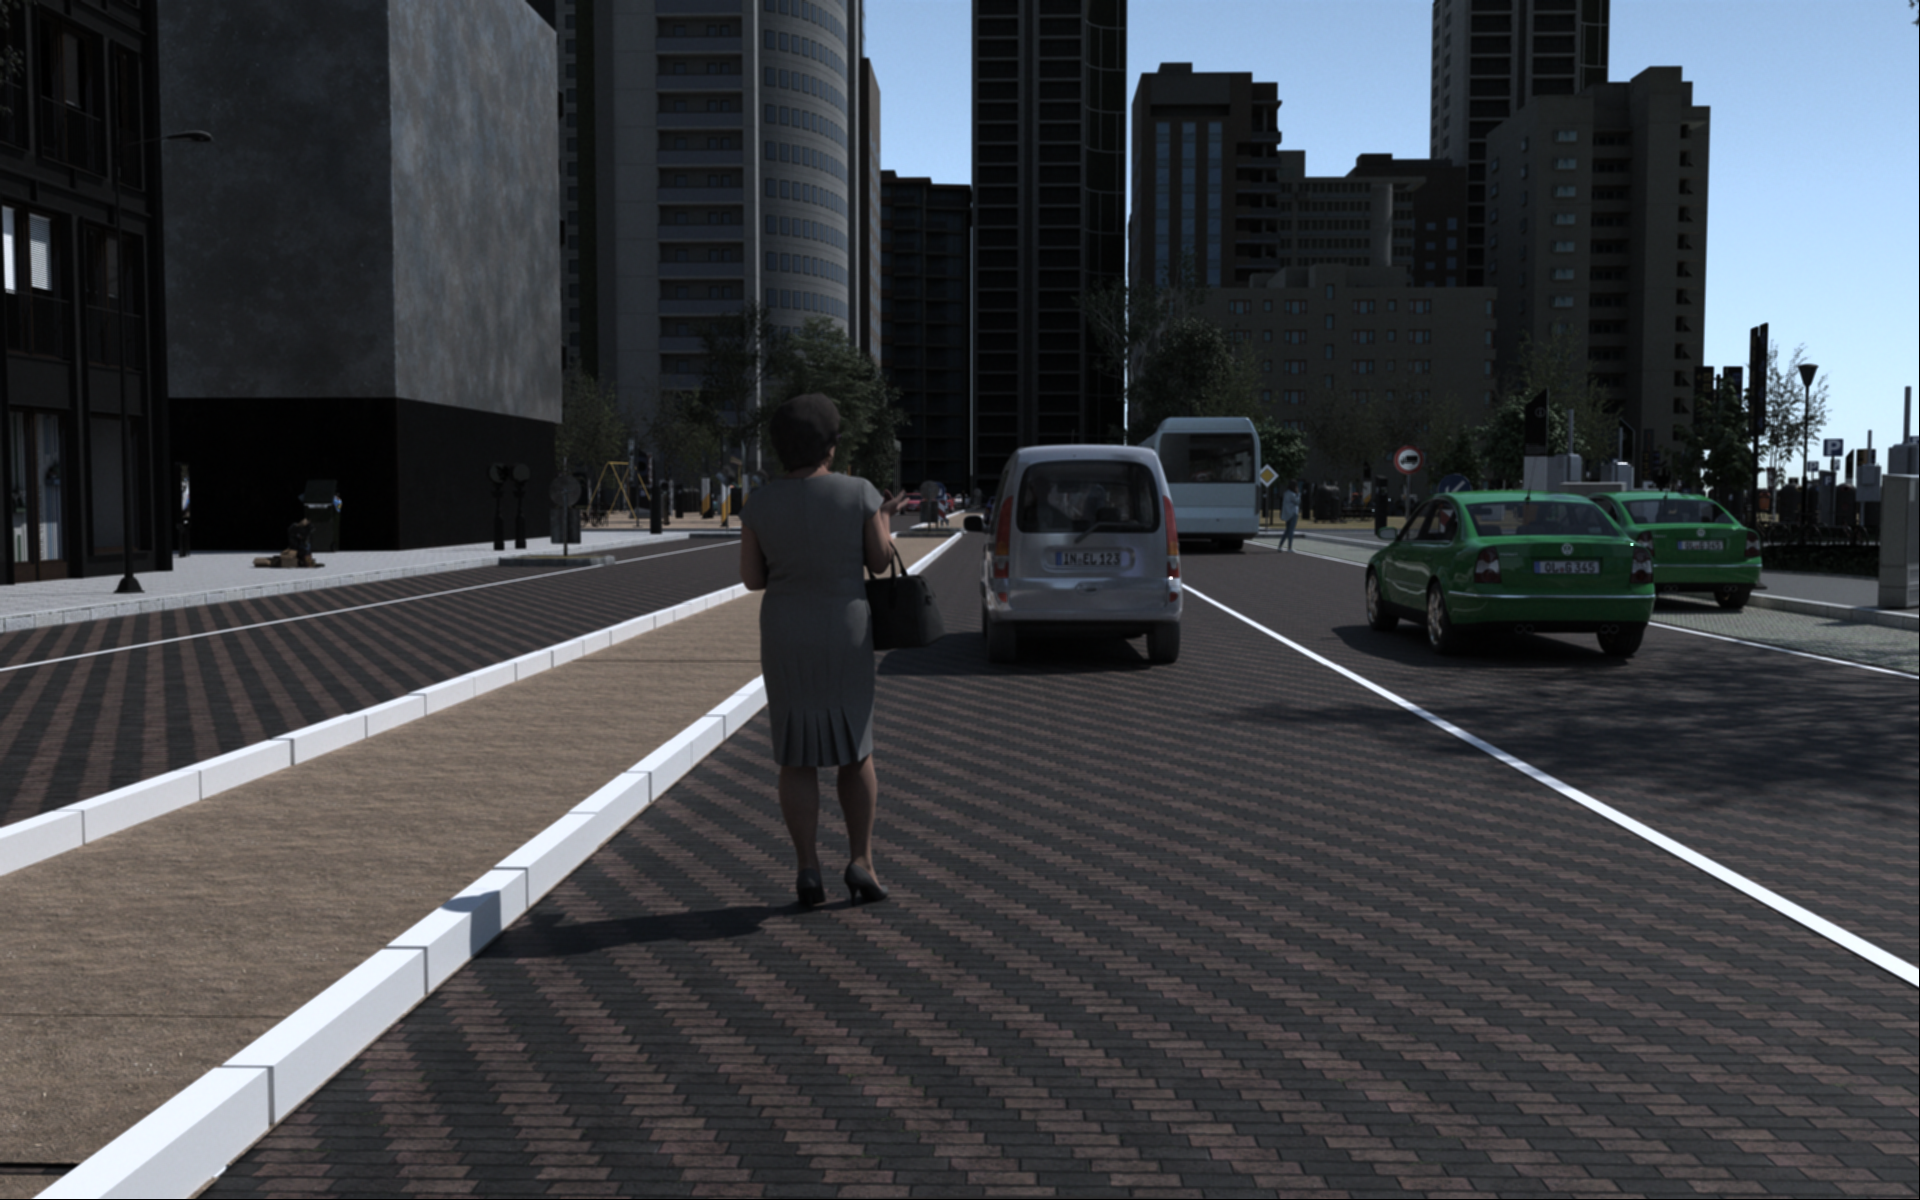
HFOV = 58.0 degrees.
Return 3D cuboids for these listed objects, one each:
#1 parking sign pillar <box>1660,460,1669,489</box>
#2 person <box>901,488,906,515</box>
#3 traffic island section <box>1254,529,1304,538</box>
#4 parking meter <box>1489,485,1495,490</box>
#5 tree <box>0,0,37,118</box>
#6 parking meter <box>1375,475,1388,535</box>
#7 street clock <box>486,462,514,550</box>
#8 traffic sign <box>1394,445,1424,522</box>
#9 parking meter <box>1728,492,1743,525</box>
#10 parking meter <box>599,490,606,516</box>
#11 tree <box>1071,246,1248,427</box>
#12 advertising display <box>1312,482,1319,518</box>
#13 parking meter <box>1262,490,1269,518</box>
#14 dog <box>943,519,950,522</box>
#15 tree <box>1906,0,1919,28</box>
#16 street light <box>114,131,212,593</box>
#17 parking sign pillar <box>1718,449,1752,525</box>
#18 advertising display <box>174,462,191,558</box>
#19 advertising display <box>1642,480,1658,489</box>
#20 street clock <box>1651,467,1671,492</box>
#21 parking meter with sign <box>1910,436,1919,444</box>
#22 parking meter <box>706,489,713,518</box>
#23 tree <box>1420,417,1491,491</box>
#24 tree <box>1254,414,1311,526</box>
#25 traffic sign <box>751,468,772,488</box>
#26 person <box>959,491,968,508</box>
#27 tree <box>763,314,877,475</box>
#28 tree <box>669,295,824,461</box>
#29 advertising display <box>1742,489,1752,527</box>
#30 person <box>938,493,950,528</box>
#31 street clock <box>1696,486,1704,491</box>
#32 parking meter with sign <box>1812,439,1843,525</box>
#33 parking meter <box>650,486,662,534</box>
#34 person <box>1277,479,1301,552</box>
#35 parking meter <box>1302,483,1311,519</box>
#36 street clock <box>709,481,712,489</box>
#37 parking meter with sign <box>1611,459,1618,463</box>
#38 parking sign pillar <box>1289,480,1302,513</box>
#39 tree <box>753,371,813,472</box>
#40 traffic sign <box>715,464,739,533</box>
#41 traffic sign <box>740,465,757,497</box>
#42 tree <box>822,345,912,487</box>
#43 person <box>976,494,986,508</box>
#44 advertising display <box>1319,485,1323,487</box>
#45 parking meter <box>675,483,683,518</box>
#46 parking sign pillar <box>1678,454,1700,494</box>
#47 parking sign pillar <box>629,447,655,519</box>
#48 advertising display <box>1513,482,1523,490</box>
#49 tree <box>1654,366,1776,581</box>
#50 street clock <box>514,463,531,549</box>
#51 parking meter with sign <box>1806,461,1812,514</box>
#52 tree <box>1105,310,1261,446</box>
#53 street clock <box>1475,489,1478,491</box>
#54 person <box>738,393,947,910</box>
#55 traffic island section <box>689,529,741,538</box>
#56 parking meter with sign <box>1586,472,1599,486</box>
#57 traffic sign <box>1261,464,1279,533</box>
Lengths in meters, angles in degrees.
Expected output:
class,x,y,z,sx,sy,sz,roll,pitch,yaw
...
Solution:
class,x,y,z,sx,sy,sz,roll,pitch,yaw
parking sign pillar,55.058,-9.028,136.077,1.447,3.967,1.447,-2,4,-24
person,-3.910,-6.718,118.149,0.447,1.846,0.655,0,4,8
traffic island section,10.121,-2.129,57.082,2.009,0.180,2.903,0,4,2
parking meter,34.751,-6.567,113.076,0.399,1.863,0.255,2,4,26
tree,-11.138,-4.001,15.775,4.360,8.622,3.978,0,3,0
parking meter,13.122,-2.950,53.952,0.255,1.863,0.399,-1,4,-11
street clock,-10.514,-2.133,39.451,0.471,2.002,0.358,-2,4,-32
traffic sign,11.660,-2.748,45.043,0.768,2.556,0.104,1,4,9
parking meter,22.850,-2.607,51.036,0.372,1.533,0.369,0,3,0
parking meter,-20.538,-5.567,99.428,0.372,1.533,0.369,0,3,0
tree,15.146,-16.919,132.509,12.611,20.169,13.585,0,3,0
advertising display,19.402,-5.486,94.913,0.123,1.923,0.974,0,4,4
parking meter,16.684,-5.265,94.501,0.372,1.533,0.369,0,3,0
dog,-0.659,-4.155,88.135,0.748,0.427,0.550,-1,4,-18
tree,11.924,-6.354,14.265,12.009,13.543,11.850,0,3,0
street light,-10.272,-3.046,22.342,1.470,5.913,1.316,0,4,2
parking sign pillar,32.544,-5.143,72.567,1.447,3.967,1.447,-1,4,-12
advertising display,-15.872,-1.846,35.389,0.123,1.923,0.974,-1,4,-15
advertising display,32.025,-4.589,80.238,0.123,1.923,0.974,-2,4,-31
street clock,18.903,-2.578,46.728,0.471,2.002,0.358,-1,4,-21
parking meter with sign,28.466,-3.370,51.363,0.543,3.016,1.738,2,4,25
parking meter,-13.209,-5.078,91.442,0.372,1.533,0.369,0,3,0
tree,12.669,-3.003,43.704,1.663,3.219,1.824,0,3,0
tree,12.752,-5.349,71.175,4.285,4.588,4.351,0,3,0
traffic sign,-7.502,-3.785,65.535,0.795,2.450,0.064,0,4,2
person,0.395,-10.391,178.909,1.217,1.766,0.721,3,5,41
tree,-8.671,-11.711,109.598,7.486,12.596,7.792,0,3,0
tree,-9.796,-8.939,80.573,8.767,10.594,7.601,2,4,34
advertising display,29.915,-3.699,65.684,0.974,1.923,0.123,-3,4,-37
person,-0.712,-3.866,71.976,0.793,1.790,0.793,2,4,28
street clock,41.015,-5.594,96.025,0.471,2.002,0.358,1,4,15
parking meter with sign,27.864,-3.629,55.598,0.543,3.016,1.738,1,4,18
parking meter,-9.807,-2.901,55.846,0.372,1.533,0.369,0,3,0
person,8.098,-2.071,42.631,0.793,1.790,0.793,3,5,43
parking meter,17.546,-5.022,87.813,0.255,1.863,0.399,-3,5,-42
street clock,-13.974,-5.594,96.031,0.471,2.002,0.358,-1,4,-22
parking meter with sign,32.217,-5.422,84.908,0.543,3.016,1.738,1,4,19
parking sign pillar,22.809,-7.972,118.818,1.447,3.967,1.447,0,4,6
tree,-9.661,-9.066,98.599,4.360,8.622,3.978,0,3,0
traffic sign,-7.738,-3.297,57.553,0.795,2.450,0.064,0,4,2
traffic sign,-9.233,-4.623,75.689,0.768,2.556,0.104,0,4,6
tree,-8.309,-13.248,133.619,9.611,12.733,9.660,0,3,0
person,2.095,-10.197,176.006,1.217,1.735,0.721,0,4,6
advertising display,24.549,-6.877,117.652,0.974,1.923,0.123,-3,5,-41
parking meter,-14.941,-5.281,92.055,0.399,1.863,0.255,-2,4,-31
parking sign pillar,45.935,-7.379,109.126,1.447,3.967,1.447,-3,5,-43
parking sign pillar,-16.591,-6.235,90.413,1.447,3.967,1.447,-1,4,-19
advertising display,30.222,-5.387,93.284,0.974,1.923,0.123,-1,4,-21
tree,11.474,-1.906,25.769,1.663,3.219,1.824,0,3,0
street clock,-10.319,-2.205,40.622,0.471,2.002,0.358,-3,5,-42
parking meter with sign,43.615,-5.599,87.797,0.543,3.016,1.738,-2,4,-24
tree,14.313,-11.683,108.023,9.611,12.733,9.660,0,3,0
street clock,33.376,-6.588,112.284,0.471,2.002,0.358,2,4,28
person,-0.402,0.169,6.093,0.716,1.782,0.532,0,4,3
traffic island section,-7.762,-2.161,57.616,2.009,0.180,2.903,0,4,2
parking meter with sign,50.144,-8.567,136.332,0.543,3.016,1.738,-3,4,-36
traffic sign,10.097,-3.264,57.006,0.795,2.450,0.064,0,4,2
